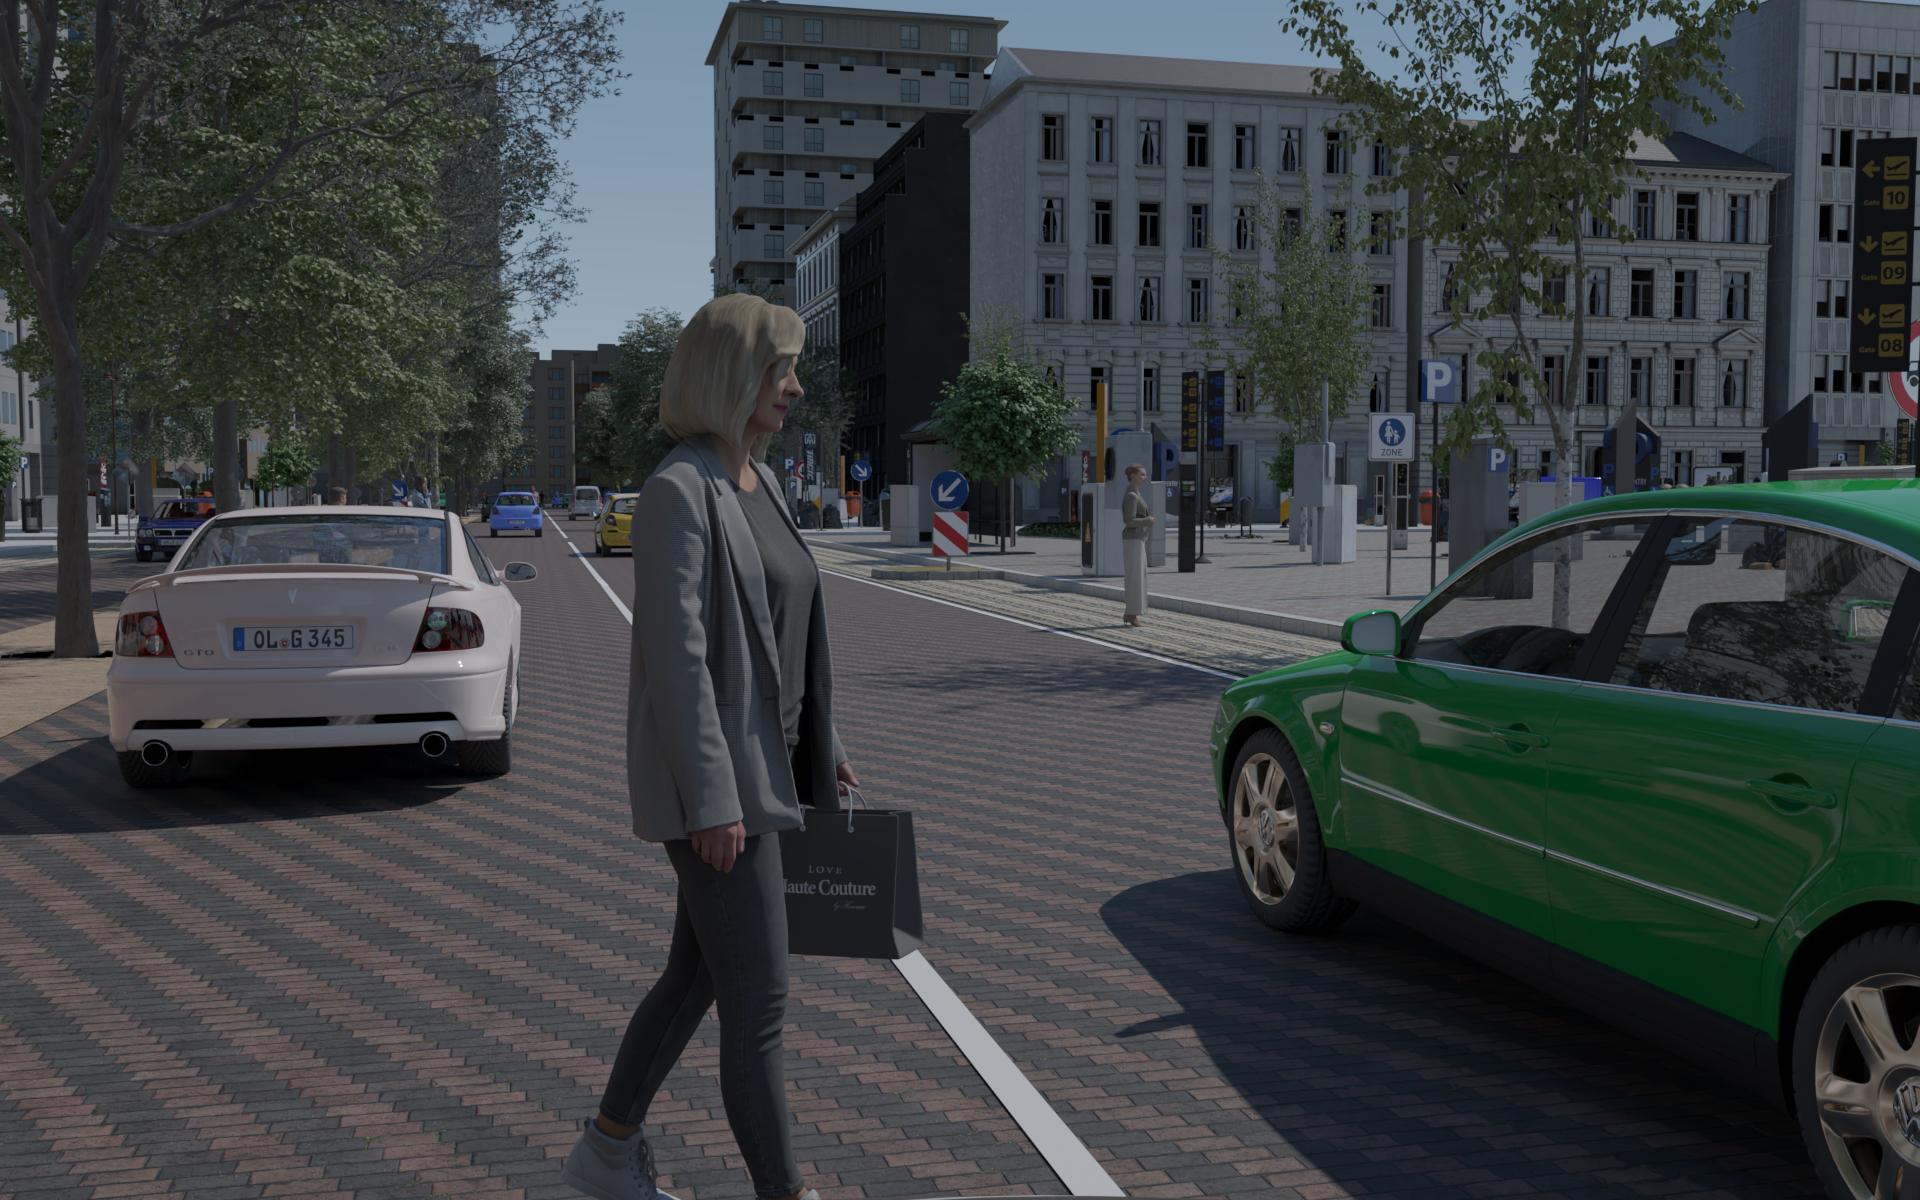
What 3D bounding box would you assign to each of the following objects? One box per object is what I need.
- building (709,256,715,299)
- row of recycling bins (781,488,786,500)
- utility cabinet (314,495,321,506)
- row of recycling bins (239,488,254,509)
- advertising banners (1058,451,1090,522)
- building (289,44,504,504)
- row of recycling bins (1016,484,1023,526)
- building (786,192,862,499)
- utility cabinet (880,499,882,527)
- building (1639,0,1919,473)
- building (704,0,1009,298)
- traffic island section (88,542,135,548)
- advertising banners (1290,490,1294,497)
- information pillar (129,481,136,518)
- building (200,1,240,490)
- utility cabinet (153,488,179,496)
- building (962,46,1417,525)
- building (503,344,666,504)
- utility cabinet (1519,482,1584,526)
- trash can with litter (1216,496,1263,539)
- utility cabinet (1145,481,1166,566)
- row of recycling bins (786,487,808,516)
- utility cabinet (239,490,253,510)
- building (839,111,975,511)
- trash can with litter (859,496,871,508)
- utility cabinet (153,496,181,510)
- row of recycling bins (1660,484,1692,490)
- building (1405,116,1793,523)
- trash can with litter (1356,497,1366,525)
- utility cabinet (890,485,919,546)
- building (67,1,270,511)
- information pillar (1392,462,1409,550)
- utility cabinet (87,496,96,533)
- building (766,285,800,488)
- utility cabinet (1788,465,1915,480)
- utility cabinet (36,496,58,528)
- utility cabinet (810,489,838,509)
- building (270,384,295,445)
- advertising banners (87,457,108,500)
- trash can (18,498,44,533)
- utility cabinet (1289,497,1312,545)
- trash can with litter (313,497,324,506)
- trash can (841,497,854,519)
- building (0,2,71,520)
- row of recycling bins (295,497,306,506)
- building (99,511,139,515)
[{"bbox_3d":[-22.296,-33.897,246.102,23.993,40.220,32.217,-1,4,-14],"label":"building"},{"bbox_3d":[-12.630,-7.009,121.702,1.069,1.692,3.534,1,4,9],"label":"row of recycling bins"},{"bbox_3d":[-45.168,-6.762,121.719,0.306,1.237,1.020,-1,4,-9],"label":"utility cabinet"},{"bbox_3d":[-48.510,-6.561,114.383,3.534,1.692,1.069,-1,4,-12],"label":"row of recycling bins"},{"bbox_3d":[4.649,-4.545,70.499,0.090,3.025,2.074,-2,4,-33],"label":"advertising banners"},{"bbox_3d":[-74.816,-41.930,227.559,28.212,58.520,21.231,-1,4,-14],"label":"building"},{"bbox_3d":[1.177,-3.879,70.536,3.534,1.692,1.069,3,5,45],"label":"row of recycling bins"},{"bbox_3d":[-5.713,-18.195,126.374,11.050,23.489,19.941,-1,4,-14],"label":"building"},{"bbox_3d":[-2.794,-3.429,67.234,0.306,1.237,1.020,1,4,19],"label":"utility cabinet"},{"bbox_3d":[47.268,-16.602,89.460,19.932,24.808,12.078,-1,4,-14],"label":"building"},{"bbox_3d":[-11.665,-36.576,187.259,28.713,52.752,27.495,-1,4,-14],"label":"building"},{"bbox_3d":[-22.624,-1.520,47.128,2.009,0.180,2.903,-1,4,-14],"label":"traffic island section"},{"bbox_3d":[12.296,-4.134,63.778,0.090,3.025,2.074,2,4,25],"label":"advertising banners"},{"bbox_3d":[-43.961,-5.348,91.925,0.304,2.012,0.304,-2,4,-34],"label":"information pillar"},{"bbox_3d":[-69.573,-50.307,135.195,22.319,86.520,31.000,-1,4,-14],"label":"building"},{"bbox_3d":[-30.657,-3.543,66.607,1.173,1.500,0.318,-1,4,-20],"label":"utility cabinet"},{"bbox_3d":[10.140,-14.059,79.008,18.267,20.994,9.793,-1,4,-14],"label":"building"},{"bbox_3d":[-47.833,-24.065,238.504,28.899,21.520,27.650,-1,4,-14],"label":"building"},{"bbox_3d":[11.280,-1.492,33.072,1.173,1.500,0.318,-1,4,-9],"label":"utility cabinet"},{"bbox_3d":[7.971,-2.383,50.014,1.678,1.210,2.233,3,5,40],"label":"trash can with litter"},{"bbox_3d":[3.215,-1.354,30.819,0.318,1.500,1.173,-2,4,-25],"label":"utility cabinet"},{"bbox_3d":[-8.937,-5.940,104.225,1.069,1.692,3.534,2,4,27],"label":"row of recycling bins"},{"bbox_3d":[-44.125,-5.983,106.501,1.173,1.500,0.318,-2,4,-35],"label":"utility cabinet"},{"bbox_3d":[-0.160,-17.106,109.356,12.332,23.373,15.834,-1,4,-14],"label":"building"},{"bbox_3d":[-4.486,-4.566,86.047,1.055,1.170,0.624,1,4,20],"label":"trash can with litter"},{"bbox_3d":[-29.922,-3.311,65.304,1.020,1.237,0.306,0,4,-1],"label":"utility cabinet"},{"bbox_3d":[29.037,-3.891,70.731,1.069,1.692,3.534,-1,4,-23],"label":"row of recycling bins"},{"bbox_3d":[28.247,-13.420,84.050,19.286,19.102,10.561,-1,4,-14],"label":"building"},{"bbox_3d":[16.455,-3.795,73.114,2.233,1.210,1.678,0,4,7],"label":"trash can with litter"},{"bbox_3d":[-1.348,-2.065,42.444,0.318,1.500,1.173,-2,4,-23],"label":"utility cabinet"},{"bbox_3d":[-72.214,-31.137,159.205,14.600,45.320,14.200,-1,4,-14],"label":"building"},{"bbox_3d":[10.109,-2.158,39.770,0.304,2.012,0.304,0,4,1],"label":"information pillar"},{"bbox_3d":[-28.759,-2.816,57.206,0.306,1.237,1.020,-2,4,-34],"label":"utility cabinet"},{"bbox_3d":[-5.480,-19.309,160.747,27.650,21.520,28.899,-1,4,-14],"label":"building"},{"bbox_3d":[7.069,-0.310,13.751,0.318,1.500,1.173,-1,4,-12],"label":"utility cabinet"},{"bbox_3d":[-34.943,-3.393,66.636,1.020,1.237,0.306,-3,5,-43],"label":"utility cabinet"},{"bbox_3d":[-5.526,-3.768,70.279,1.173,1.500,0.318,-3,4,-39],"label":"utility cabinet"},{"bbox_3d":[-76.869,-24.938,179.434,14.107,30.474,14.160,-1,4,-14],"label":"building"},{"bbox_3d":[-40.420,-5.161,80.572,0.090,3.025,2.074,1,4,20],"label":"advertising banners"},{"bbox_3d":[-30.420,-2.759,56.762,0.748,1.137,0.748,0,3,0],"label":"trash can"},{"bbox_3d":[8.834,-2.005,43.941,0.306,1.237,1.020,-3,5,-42],"label":"utility cabinet"},{"bbox_3d":[-45.783,-6.896,124.142,0.624,1.170,1.055,2,4,25],"label":"trash can with litter"},{"bbox_3d":[-5.720,-4.683,88.227,0.748,1.137,0.748,0,3,0],"label":"trash can"},{"bbox_3d":[-56.667,-32.938,80.539,21.231,58.520,28.212,-1,4,-14],"label":"building"},{"bbox_3d":[-46.879,-7.043,122.266,1.069,1.692,3.534,-1,4,-15],"label":"row of recycling bins"},{"bbox_3d":[-57.436,-28.176,110.782,14.600,45.320,14.200,-1,4,-14],"label":"building"}]
